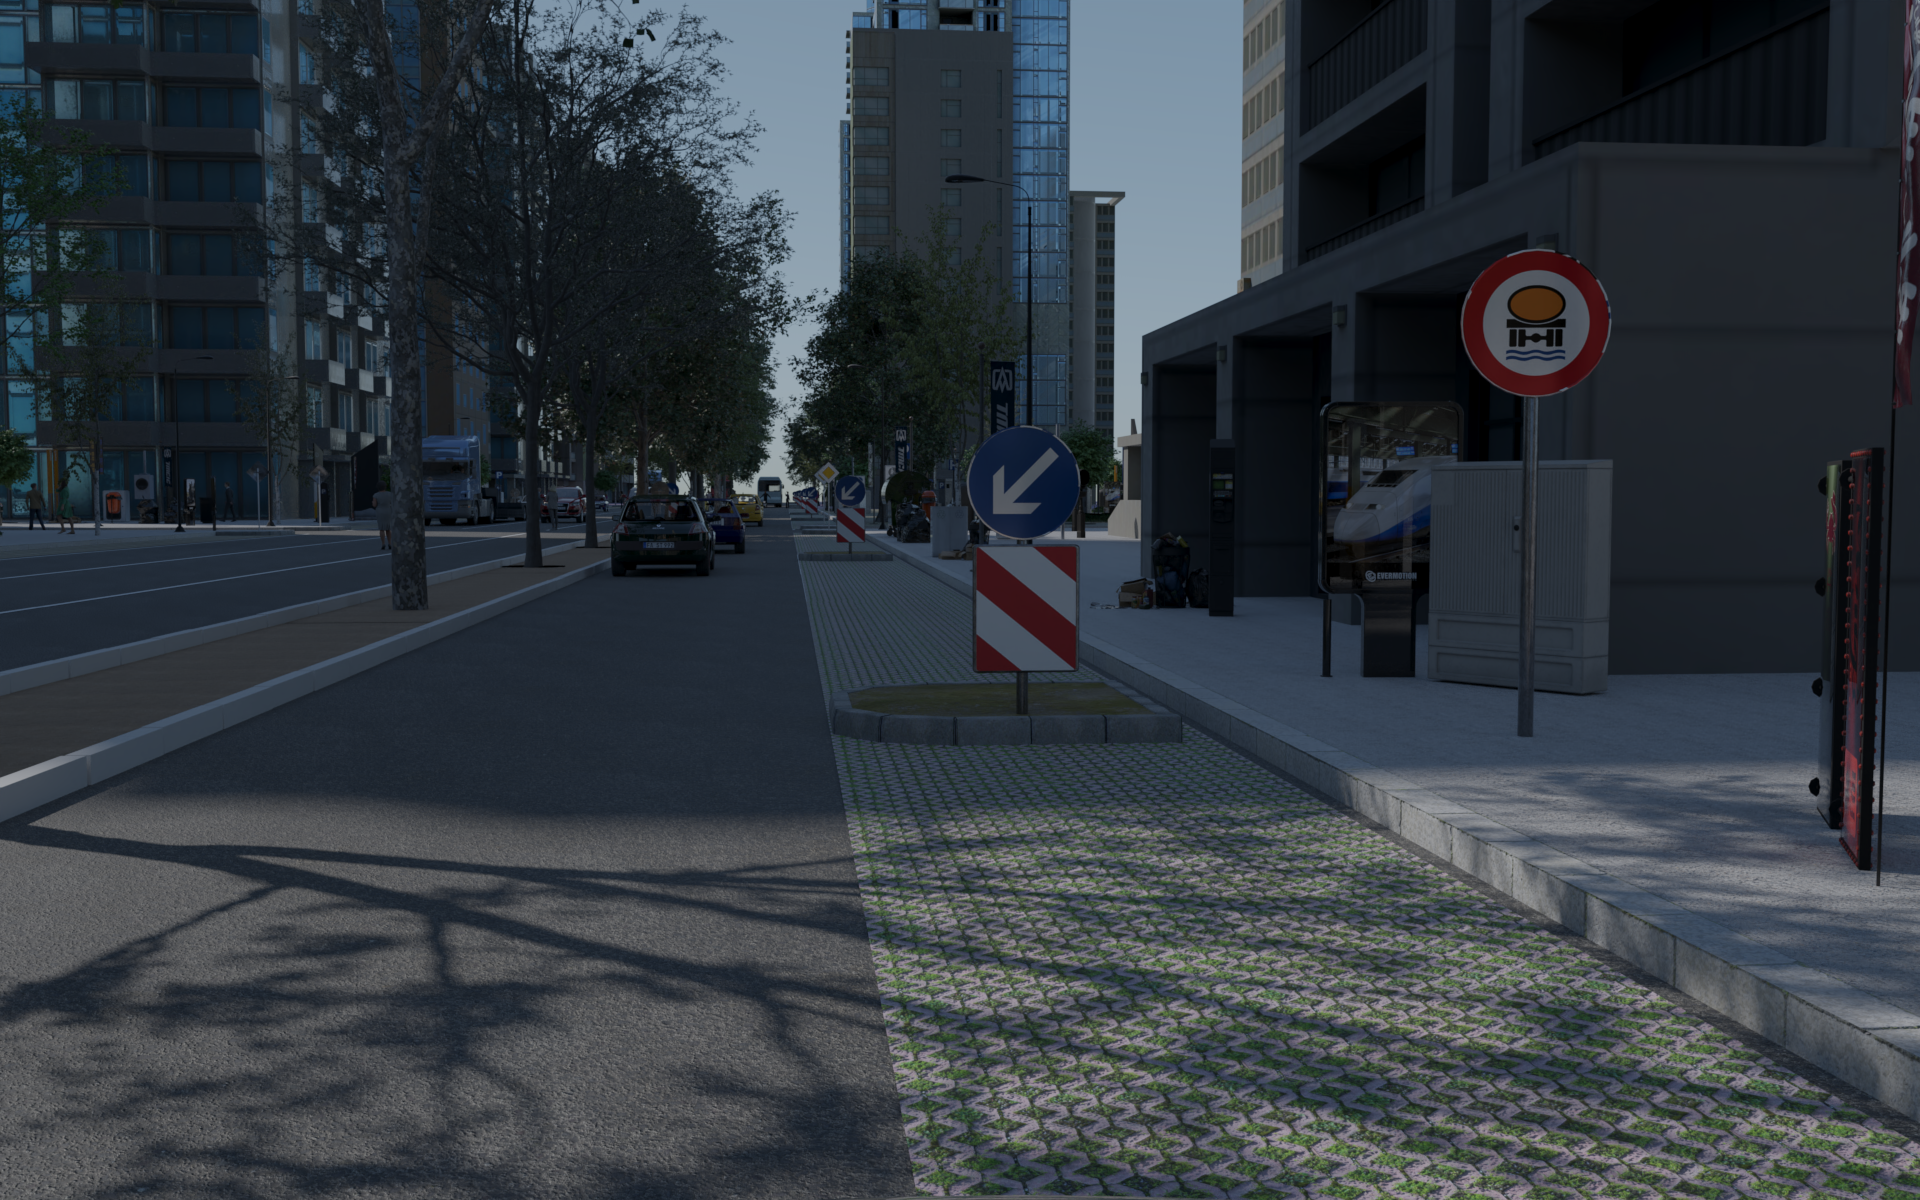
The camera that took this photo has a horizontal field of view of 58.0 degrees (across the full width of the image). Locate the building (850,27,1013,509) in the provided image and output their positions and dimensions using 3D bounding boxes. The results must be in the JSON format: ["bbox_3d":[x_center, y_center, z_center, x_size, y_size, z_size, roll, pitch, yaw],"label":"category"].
[{"bbox_3d":[-2.878,-28.927,156.553,14.154,41.232,14.086,0,4,-6],"label":"building"}]

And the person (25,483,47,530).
[{"bbox_3d":[-33.908,-3.375,63.588,0.836,1.842,0.656,1,4,19],"label":"person"}]

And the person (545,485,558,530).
[{"bbox_3d":[-16.275,-3.690,69.019,0.537,1.800,0.526,-2,4,-32],"label":"person"}]

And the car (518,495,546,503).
[{"bbox_3d":[-26.906,-5.973,109.668,2.014,1.417,4.499,0,4,-7],"label":"car"}]

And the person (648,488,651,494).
[{"bbox_3d":[-14.857,-4.548,83.446,0.593,1.750,0.643,3,5,40],"label":"person"}]

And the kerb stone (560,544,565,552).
[{"bbox_3d":[-9.873,-1.238,42.438,0.120,0.150,1.000,0,4,-6],"label":"kerb stone"}]

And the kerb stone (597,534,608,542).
[{"bbox_3d":[-10.889,-1.858,52.619,0.120,0.150,1.000,0,4,-6],"label":"kerb stone"}]

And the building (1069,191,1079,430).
[{"bbox_3d":[1.823,-31.550,207.724,32.217,40.220,23.993,0,4,-6],"label":"building"}]

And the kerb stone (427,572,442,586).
[{"bbox_3d":[-8.332,-0.304,27.166,0.120,0.150,1.000,0,4,-6],"label":"kerb stone"}]

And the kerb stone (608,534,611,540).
[{"bbox_3d":[-10.998,-1.921,53.647,0.120,0.150,1.000,0,4,-6],"label":"kerb stone"}]

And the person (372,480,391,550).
[{"bbox_3d":[-14.848,-2.199,44.805,0.716,1.782,0.532,-2,4,-33],"label":"person"}]

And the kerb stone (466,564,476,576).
[{"bbox_3d":[-8.639,-0.491,30.221,0.120,0.150,1.000,0,4,-6],"label":"kerb stone"}]

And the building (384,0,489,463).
[{"bbox_3d":[-43.597,-29.271,128.693,14.600,45.320,14.200,0,4,-6],"label":"building"}]

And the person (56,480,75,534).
[{"bbox_3d":[-28.555,-2.996,55.278,0.529,1.795,0.600,-2,4,-32],"label":"person"}]

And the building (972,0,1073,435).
[{"bbox_3d":[-0.079,-52.958,178.537,22.319,86.520,31.000,0,4,-6],"label":"building"}]

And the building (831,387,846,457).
[{"bbox_3d":[-5.548,-25.396,260.262,27.650,21.520,28.899,0,4,-6],"label":"building"}]

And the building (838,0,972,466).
[{"bbox_3d":[-11.120,-59.661,288.124,22.319,86.520,31.000,0,4,-6],"label":"building"}]

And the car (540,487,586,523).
[{"bbox_3d":[-19.885,-4.800,87.160,2.281,1.827,5.304,0,4,-7],"label":"car"}]

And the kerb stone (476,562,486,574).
[{"bbox_3d":[-8.738,-0.553,31.238,0.120,0.150,1.000,0,4,-6],"label":"kerb stone"}]

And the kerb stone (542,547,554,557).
[{"bbox_3d":[-9.656,-1.110,40.404,0.120,0.150,1.000,0,4,-6],"label":"kerb stone"}]

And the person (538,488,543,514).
[{"bbox_3d":[-24.693,-5.707,101.977,0.590,1.801,0.661,-1,4,-16],"label":"person"}]

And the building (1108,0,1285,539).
[{"bbox_3d":[21.350,-21.761,47.669,32.217,40.220,23.993,0,4,-6],"label":"building"}]

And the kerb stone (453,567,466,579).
[{"bbox_3d":[-8.532,-0.428,29.204,0.120,0.150,1.000,0,4,-6],"label":"kerb stone"}]

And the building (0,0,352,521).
[{"bbox_3d":[-44.270,-29.060,94.738,23.786,49.044,30.456,0,4,-6],"label":"building"}]

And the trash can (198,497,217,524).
[{"bbox_3d":[-32.797,-3.905,75.505,0.748,1.137,0.748,0,3,0],"label":"trash can"}]

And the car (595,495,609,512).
[{"bbox_3d":[-29.594,-7.864,141.150,1.945,1.354,3.894,0,4,-8],"label":"car"}]

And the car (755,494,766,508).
[{"bbox_3d":[-12.631,-5.707,103.535,2.015,1.641,3.980,0,4,-6],"label":"car"}]

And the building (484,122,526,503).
[{"bbox_3d":[-55.162,-28.184,152.683,32.217,40.220,23.993,0,4,-6],"label":"building"}]

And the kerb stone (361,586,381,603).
[{"bbox_3d":[-7.920,-0.053,23.069,0.120,0.150,1.000,0,4,-6],"label":"kerb stone"}]

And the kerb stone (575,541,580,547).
[{"bbox_3d":[-10.173,-1.422,45.490,0.120,0.150,1.000,0,4,-6],"label":"kerb stone"}]

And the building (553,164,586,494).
[{"bbox_3d":[-51.724,-31.767,202.977,14.154,41.232,14.086,0,4,-6],"label":"building"}]

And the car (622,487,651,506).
[{"bbox_3d":[-17.234,-5.247,94.459,2.281,1.827,5.304,0,4,-7],"label":"car"}]

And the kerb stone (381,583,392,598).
[{"bbox_3d":[-8.024,-0.114,24.100,0.120,0.150,1.000,0,4,-6],"label":"kerb stone"}]

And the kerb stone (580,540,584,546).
[{"bbox_3d":[-10.281,-1.487,46.512,0.120,0.150,1.000,0,4,-6],"label":"kerb stone"}]

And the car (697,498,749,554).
[{"bbox_3d":[-6.196,-1.853,42.878,1.945,1.354,3.894,0,4,-8],"label":"car"}]

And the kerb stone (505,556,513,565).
[{"bbox_3d":[-9.047,-0.735,34.291,0.120,0.150,1.000,0,4,-6],"label":"kerb stone"}]

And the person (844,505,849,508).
[{"bbox_3d":[-6.065,-5.352,93.727,0.661,1.801,0.590,3,5,39],"label":"person"}]

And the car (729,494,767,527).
[{"bbox_3d":[-9.644,-4.101,77.267,2.015,1.641,3.980,0,4,-6],"label":"car"}]

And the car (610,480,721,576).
[{"bbox_3d":[-5.376,-1.334,31.591,2.009,1.686,4.222,0,4,-6],"label":"car"}]

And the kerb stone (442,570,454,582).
[{"bbox_3d":[-8.433,-0.366,28.184,0.120,0.150,1.000,0,4,-6],"label":"kerb stone"}]

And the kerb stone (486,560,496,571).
[{"bbox_3d":[-8.835,-0.615,32.256,0.120,0.150,1.000,0,4,-6],"label":"kerb stone"}]

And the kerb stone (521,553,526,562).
[{"bbox_3d":[-9.251,-0.860,36.335,0.120,0.150,1.000,0,4,-6],"label":"kerb stone"}]

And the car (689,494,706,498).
[{"bbox_3d":[-19.915,-7.376,130.817,2.015,1.641,3.980,0,4,-4],"label":"car"}]

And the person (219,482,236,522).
[{"bbox_3d":[-33.776,-4.529,79.862,0.755,1.850,0.659,0,4,1],"label":"person"}]

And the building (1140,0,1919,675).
[{"bbox_3d":[13.989,-35.311,15.589,20.563,71.187,20.611,0,4,-6],"label":"building"}]

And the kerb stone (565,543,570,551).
[{"bbox_3d":[-9.970,-1.300,43.455,0.120,0.150,1.000,0,4,-6],"label":"kerb stone"}]

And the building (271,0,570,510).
[{"bbox_3d":[-53.935,-34.265,179.847,23.786,49.044,30.456,0,4,-6],"label":"building"}]

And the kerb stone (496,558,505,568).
[{"bbox_3d":[-8.938,-0.678,33.273,0.120,0.150,1.000,0,4,-6],"label":"kerb stone"}]

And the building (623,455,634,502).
[{"bbox_3d":[-60.716,-38.879,259.374,21.300,48.544,21.600,0,4,-6],"label":"building"}]

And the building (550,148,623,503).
[{"bbox_3d":[-58.820,-37.565,237.896,21.300,48.544,21.600,0,4,-6],"label":"building"}]

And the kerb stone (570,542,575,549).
[{"bbox_3d":[-10.078,-1.362,44.472,0.120,0.150,1.000,0,4,-6],"label":"kerb stone"}]

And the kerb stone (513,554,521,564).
[{"bbox_3d":[-9.145,-0.797,35.319,0.120,0.150,1.000,0,4,-6],"label":"kerb stone"}]

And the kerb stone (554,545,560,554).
[{"bbox_3d":[-9.763,-1.176,41.421,0.120,0.150,1.000,0,4,-6],"label":"kerb stone"}]
